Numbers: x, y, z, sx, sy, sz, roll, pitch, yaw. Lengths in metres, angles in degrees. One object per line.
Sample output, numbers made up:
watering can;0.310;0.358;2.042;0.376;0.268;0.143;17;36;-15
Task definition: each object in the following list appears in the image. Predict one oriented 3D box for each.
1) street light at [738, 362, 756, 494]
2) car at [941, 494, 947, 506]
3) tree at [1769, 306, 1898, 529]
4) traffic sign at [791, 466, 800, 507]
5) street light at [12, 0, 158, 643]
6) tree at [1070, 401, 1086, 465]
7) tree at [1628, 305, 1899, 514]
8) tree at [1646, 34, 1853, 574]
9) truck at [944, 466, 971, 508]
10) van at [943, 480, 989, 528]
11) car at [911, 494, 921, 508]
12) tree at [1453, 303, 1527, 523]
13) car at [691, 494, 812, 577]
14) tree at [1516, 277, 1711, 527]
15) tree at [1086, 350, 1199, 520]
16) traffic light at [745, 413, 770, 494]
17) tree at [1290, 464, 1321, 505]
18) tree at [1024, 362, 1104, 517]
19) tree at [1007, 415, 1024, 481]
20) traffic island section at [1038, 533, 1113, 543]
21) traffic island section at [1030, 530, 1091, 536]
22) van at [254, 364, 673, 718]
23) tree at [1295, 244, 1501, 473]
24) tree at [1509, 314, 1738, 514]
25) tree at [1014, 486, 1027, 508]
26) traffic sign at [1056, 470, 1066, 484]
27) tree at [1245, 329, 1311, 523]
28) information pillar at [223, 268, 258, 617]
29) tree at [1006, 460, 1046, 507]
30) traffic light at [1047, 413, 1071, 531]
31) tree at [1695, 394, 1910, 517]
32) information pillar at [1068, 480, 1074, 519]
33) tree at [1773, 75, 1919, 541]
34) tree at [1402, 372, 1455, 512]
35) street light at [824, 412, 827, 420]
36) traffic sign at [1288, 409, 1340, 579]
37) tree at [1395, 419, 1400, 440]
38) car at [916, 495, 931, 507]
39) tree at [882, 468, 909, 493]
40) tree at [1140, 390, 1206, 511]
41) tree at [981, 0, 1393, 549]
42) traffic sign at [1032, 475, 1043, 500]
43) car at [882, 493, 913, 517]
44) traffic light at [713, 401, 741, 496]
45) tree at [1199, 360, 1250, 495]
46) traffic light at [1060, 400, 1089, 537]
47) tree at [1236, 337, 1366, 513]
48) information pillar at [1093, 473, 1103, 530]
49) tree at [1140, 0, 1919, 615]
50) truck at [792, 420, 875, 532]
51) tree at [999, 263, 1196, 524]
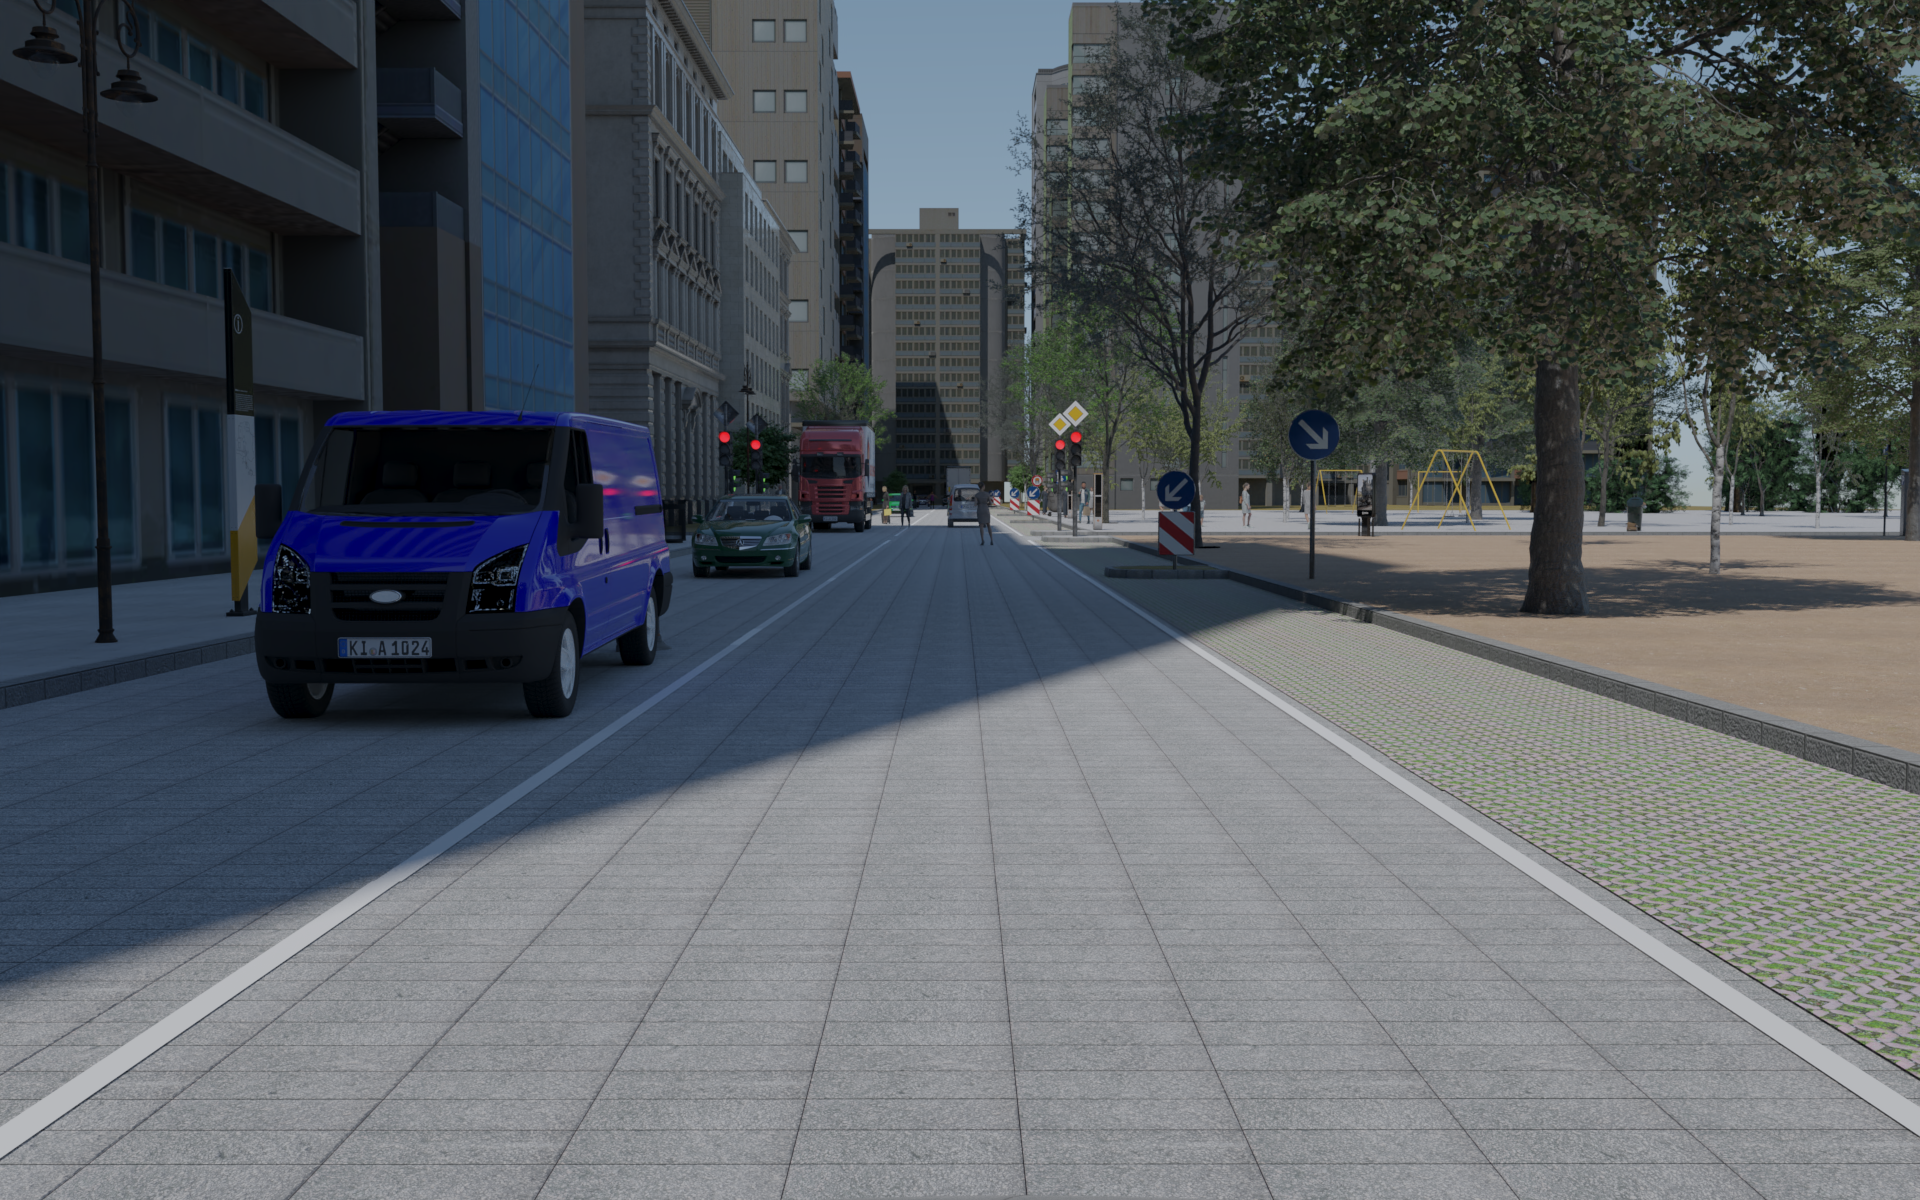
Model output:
street light;-7.427;-5.375;60.667;0.468;5.910;1.993;0;3;0
car;-1.207;-11.798;202.682;2.009;1.686;4.222;0;3;0
tree;31.998;-6.950;64.000;4.360;8.622;3.978;0;3;0
traffic sign;-7.189;-4.722;77.310;0.768;2.556;0.104;0;4;6
street light;-7.382;-2.569;14.798;0.468;5.910;1.993;0;3;0
tree;9.431;-10.316;119.032;4.737;8.622;4.395;0;3;0
tree;58.160;-13.552;123.403;13.155;14.587;18.604;0;4;0
tree;12.185;-4.727;27.642;4.737;8.622;4.395;0;3;0
truck;-0.192;-11.635;179.138;2.839;4.237;11.283;0;4;-1
van;0.281;-4.176;75.285;2.013;2.044;4.112;0;4;-1
car;-5.179;-10.615;183.341;2.009;1.686;4.222;0;4;-2
tree;14.959;-5.607;42.032;4.737;8.622;4.395;0;3;0
car;-3.715;-1.200;31.412;2.131;1.459;4.920;0;4;-1
tree;25.589;-8.160;67.834;7.601;10.594;8.767;0;4;6
tree;9.164;-8.321;86.409;4.737;8.622;4.395;0;3;0
traffic light;-7.024;-4.350;60.051;0.839;4.253;0.868;0;3;0
tree;26.294;-11.128;132.309;4.737;8.622;4.395;0;3;0
tree;5.950;-8.859;95.209;4.360;8.622;3.978;0;3;0
tree;5.504;-11.716;141.926;4.360;8.622;3.978;0;3;0
traffic island section;3.488;-1.831;52.211;2.009;0.180;2.903;0;3;0
traffic island section;3.477;-2.319;60.196;2.009;0.180;2.903;0;3;0
van;-3.471;-0.518;12.857;2.240;2.365;5.245;0;4;-1
tree;25.172;-14.969;100.630;12.611;20.169;13.585;0;3;0
tree;43.430;-13.455;121.806;13.155;14.587;18.604;0;4;-2
tree;6.128;-10.275;162.592;1.663;3.219;1.824;0;3;0
traffic sign;5.186;-5.514;90.264;0.768;2.556;0.104;0;4;5
tree;14.783;-7.777;77.514;4.360;8.622;3.978;0;3;0
information pillar;-7.585;-1.646;18.264;0.183;3.616;0.504;0;4;1
tree;6.318;-11.900;178.275;4.285;4.588;4.351;0;3;0
traffic light;3.437;-4.352;60.082;0.839;4.253;0.868;0;3;0
tree;48.484;-8.218;97.264;11.467;7.101;20.602;-2;4;-27
information pillar;5.843;-5.264;90.565;0.304;2.012;0.304;-3;5;-44
tree;25.802;-7.862;46.666;7.486;12.596;7.792;0;3;0
tree;22.432;-7.753;77.126;4.737;8.622;4.395;0;3;0
street light;-7.564;-7.644;97.770;0.468;5.910;1.993;0;3;0
traffic sign;5.328;-1.593;26.149;0.768;2.556;0.104;0;4;8
tree;33.019;-10.718;125.603;4.737;8.622;4.395;0;3;0
car;-4.219;-11.096;194.004;1.945;1.354;3.894;0;4;-1
tree;-7.705;-13.928;211.438;4.285;4.588;4.351;0;3;0
tree;14.975;-10.455;121.297;4.360;8.622;3.978;0;3;0
tree;5.494;-7.980;40.847;12.009;13.543;11.850;0;3;0
traffic sign;5.174;-7.084;115.933;0.768;2.556;0.104;1;4;9
car;-3.917;-6.134;109.081;1.959;1.807;4.718;0;4;-1
traffic light;-7.013;-3.862;52.066;0.839;4.253;0.868;0;3;0
tree;13.200;-8.770;93.745;4.737;8.622;4.395;0;3;0
traffic light;3.448;-3.864;52.097;0.839;4.253;0.868;0;3;0
tree;24.074;-12.455;120.639;9.611;12.733;9.660;0;3;0
information pillar;4.918;-3.509;61.866;0.304;2.012;0.304;0;4;-4
tree;6.363;-6.826;18.254;9.857;13.997;8.962;0;3;0
truck;-4.788;-4.849;68.200;2.839;4.237;11.283;0;4;-1
tree;6.432;-9.139;75.170;9.928;11.665;9.643;0;3;0
